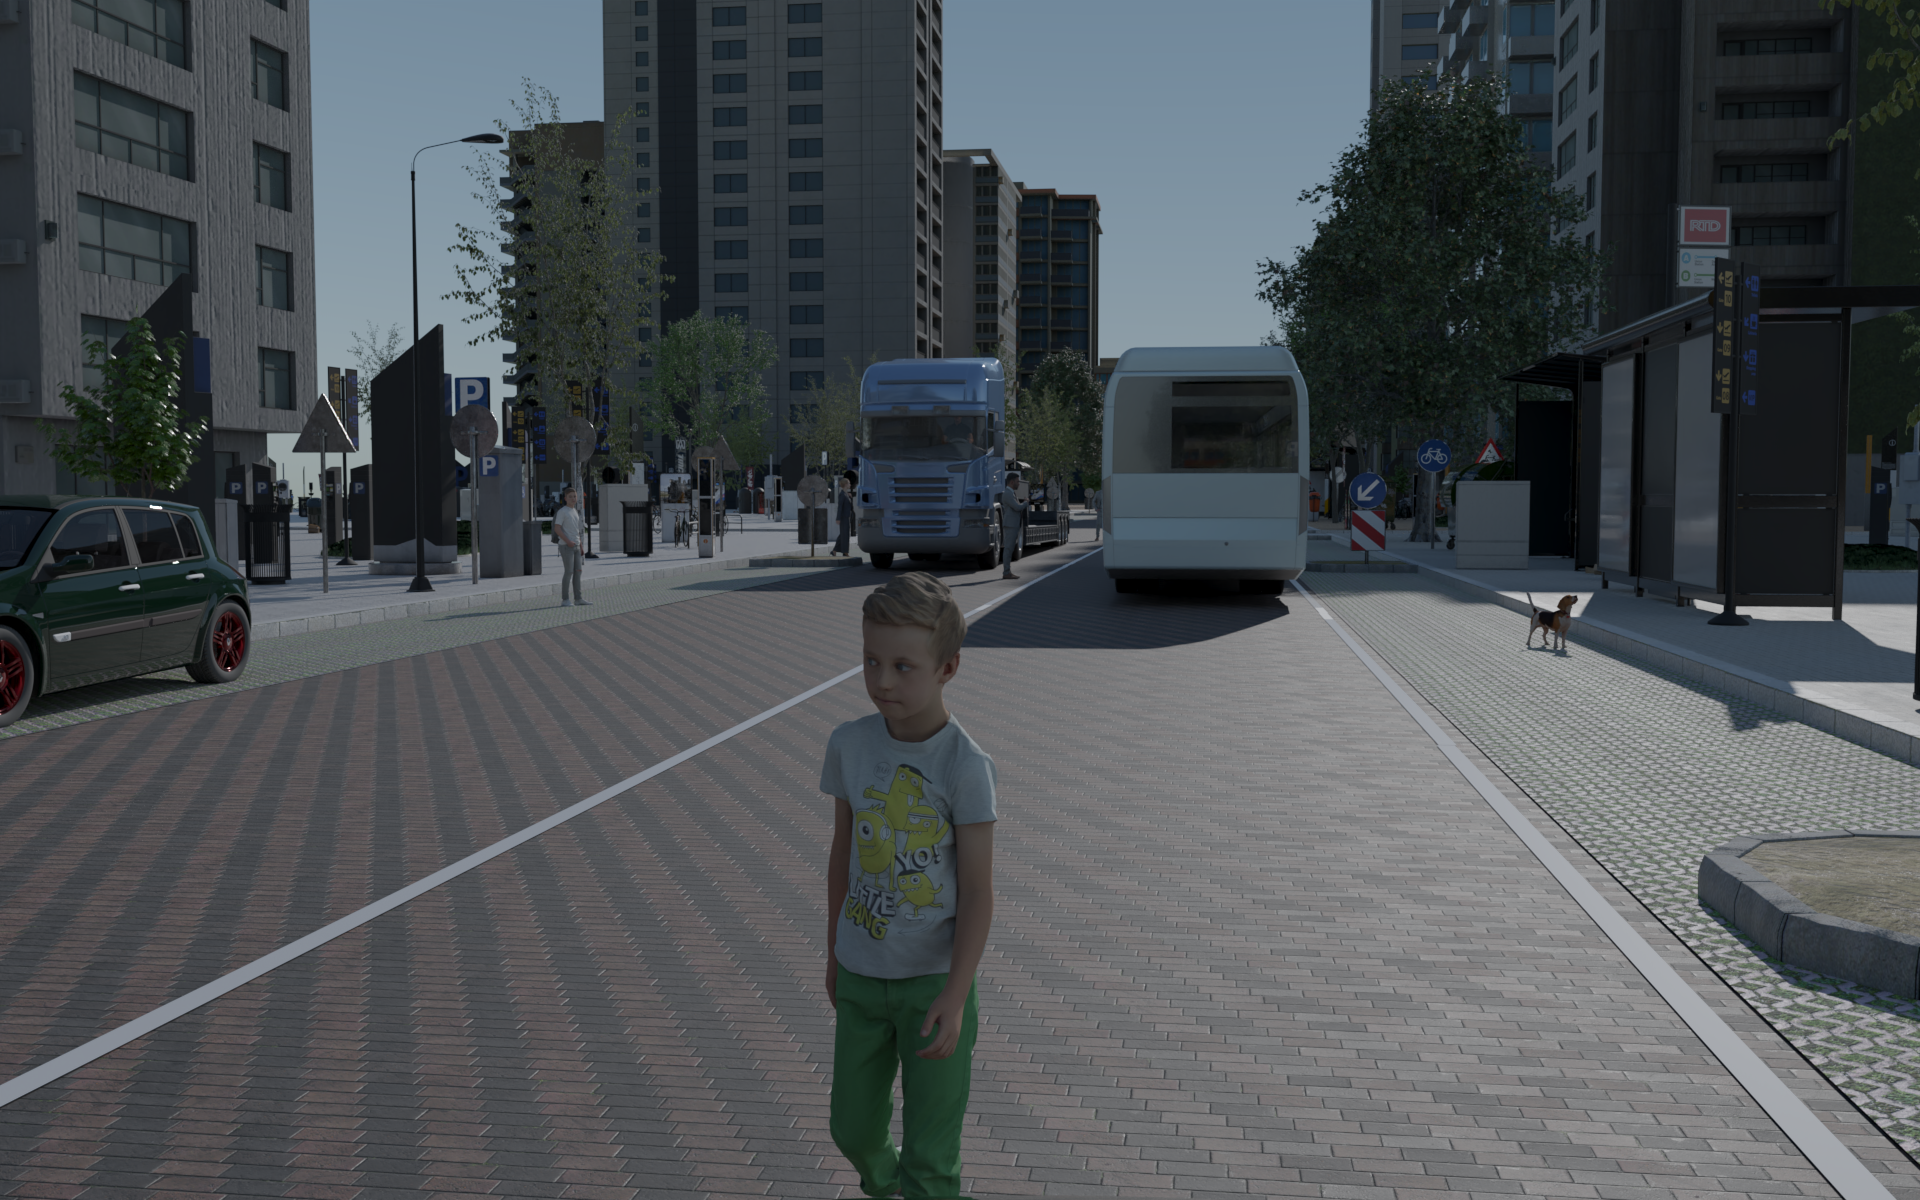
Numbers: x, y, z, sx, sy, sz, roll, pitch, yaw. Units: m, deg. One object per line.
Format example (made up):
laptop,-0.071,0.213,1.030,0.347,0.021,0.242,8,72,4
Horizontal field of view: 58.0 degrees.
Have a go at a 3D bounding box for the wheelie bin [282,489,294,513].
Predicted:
wheelie bin,-45.892,-6.742,118.146,0.980,1.594,0.693,0,4,-5

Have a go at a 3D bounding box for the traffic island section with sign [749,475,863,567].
traffic island section with sign,-3.015,-1.593,34.666,1.989,1.847,2.006,1,4,8

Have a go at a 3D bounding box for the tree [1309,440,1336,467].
tree,21.085,-9.547,106.455,4.737,8.622,4.395,0,3,0

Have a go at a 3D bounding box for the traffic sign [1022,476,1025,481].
traffic sign,3.780,-6.630,108.411,0.884,2.594,0.081,1,4,17

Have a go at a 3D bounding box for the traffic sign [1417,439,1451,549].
traffic sign,11.031,-2.461,40.346,0.768,2.556,0.104,1,4,16

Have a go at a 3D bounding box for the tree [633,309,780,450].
tree,-14.136,-10.426,96.217,9.928,11.665,9.643,0,3,0

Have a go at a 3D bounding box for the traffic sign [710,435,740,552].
traffic sign,-5.279,-2.342,38.290,0.884,2.594,0.081,1,4,16

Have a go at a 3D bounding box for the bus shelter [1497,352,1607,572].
bus shelter,11.159,-2.467,31.620,1.731,3.624,6.357,1,4,8

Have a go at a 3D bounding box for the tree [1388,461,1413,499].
tree,25.530,-6.437,99.848,1.663,3.219,1.824,0,3,0

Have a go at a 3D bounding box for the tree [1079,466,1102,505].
tree,12.601,-10.846,161.044,4.285,4.588,4.351,0,3,0

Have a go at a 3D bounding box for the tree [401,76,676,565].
tree,-6.893,-4.917,30.761,4.360,8.622,3.978,0,3,0

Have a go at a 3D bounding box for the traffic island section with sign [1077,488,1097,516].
traffic island section with sign,8.672,-6.533,115.436,1.989,1.847,2.006,1,4,8

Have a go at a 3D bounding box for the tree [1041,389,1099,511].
tree,6.886,-10.422,120.765,4.737,8.622,4.395,0,3,0

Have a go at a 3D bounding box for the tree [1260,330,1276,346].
tree,34.844,-21.190,202.344,12.611,20.169,13.585,0,3,0

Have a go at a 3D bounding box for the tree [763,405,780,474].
tree,-15.885,-11.143,132.557,4.737,8.622,4.395,0,3,0

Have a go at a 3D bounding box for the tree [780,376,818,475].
tree,-8.415,-9.403,104.096,4.360,8.622,3.978,0,3,0

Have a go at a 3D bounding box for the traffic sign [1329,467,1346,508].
traffic sign,17.605,-4.933,80.760,0.768,2.556,0.104,1,4,13

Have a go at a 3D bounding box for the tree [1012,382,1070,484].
tree,5.205,-10.046,114.613,4.360,8.622,3.978,0,3,0

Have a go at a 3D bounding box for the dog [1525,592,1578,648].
dog,5.520,0.190,16.174,0.540,0.507,0.406,2,4,30

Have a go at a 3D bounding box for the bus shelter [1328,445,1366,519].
bus shelter,18.805,-5.733,85.020,1.731,3.624,6.357,0,4,8

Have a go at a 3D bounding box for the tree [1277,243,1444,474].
tree,15.919,-8.704,68.073,9.928,11.665,9.643,0,3,0

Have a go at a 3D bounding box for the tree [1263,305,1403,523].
tree,16.615,-8.674,76.228,8.767,10.594,7.601,1,4,12

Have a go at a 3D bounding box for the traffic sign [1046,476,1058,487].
traffic sign,6.674,-7.680,125.577,0.884,2.594,0.081,1,4,18

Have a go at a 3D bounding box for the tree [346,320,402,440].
tree,-24.009,-7.529,73.463,4.360,8.622,3.978,0,3,0

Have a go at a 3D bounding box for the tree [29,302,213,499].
tree,-8.079,-1.389,17.309,1.663,3.219,1.824,0,3,0

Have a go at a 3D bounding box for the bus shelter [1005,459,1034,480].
bus shelter,3.181,-6.731,103.979,2.014,3.302,5.546,0,4,8

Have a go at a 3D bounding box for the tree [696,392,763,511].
tree,-17.440,-10.669,124.807,4.737,8.622,4.395,0,3,0

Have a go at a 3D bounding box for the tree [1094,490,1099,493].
tree,12.863,-10.657,168.841,1.663,3.219,1.824,0,3,0

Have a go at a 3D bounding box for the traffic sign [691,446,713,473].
traffic sign,-6.760,-2.802,45.915,0.768,2.556,0.104,1,4,8

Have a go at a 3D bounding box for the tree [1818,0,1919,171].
tree,7.377,-3.729,11.328,4.737,8.622,4.395,0,3,0

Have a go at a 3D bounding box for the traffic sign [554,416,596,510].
traffic sign,-6.304,-1.725,28.314,0.768,2.556,0.104,1,4,16

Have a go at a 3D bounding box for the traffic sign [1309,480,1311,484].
traffic sign,18.750,-5.788,94.645,0.884,2.594,0.081,1,4,10

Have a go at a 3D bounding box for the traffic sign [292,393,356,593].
traffic sign,-8.222,-1.369,22.382,0.884,2.594,0.081,1,4,9

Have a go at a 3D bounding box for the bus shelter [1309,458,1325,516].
bus shelter,20.566,-6.405,98.646,2.014,3.302,5.546,1,4,8

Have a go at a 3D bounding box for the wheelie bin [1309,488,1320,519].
wheelie bin,17.858,-4.868,87.500,0.693,1.594,0.980,1,4,14

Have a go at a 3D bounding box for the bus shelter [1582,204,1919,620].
bus shelter,9.279,-2.700,21.779,2.179,5.291,8.768,0,4,8

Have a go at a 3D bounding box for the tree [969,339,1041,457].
tree,1.392,-8.071,82.326,4.737,8.622,4.395,0,3,0

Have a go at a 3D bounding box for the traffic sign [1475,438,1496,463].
traffic sign,12.281,-2.456,40.154,0.884,2.594,0.081,1,4,14

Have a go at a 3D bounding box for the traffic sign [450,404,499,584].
traffic sign,-6.901,-1.496,24.574,0.768,2.556,0.104,1,4,15

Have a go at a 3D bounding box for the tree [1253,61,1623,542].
tree,12.507,-7.895,46.095,9.611,12.733,9.660,0,3,0

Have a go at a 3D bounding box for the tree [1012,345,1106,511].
tree,8.166,-13.254,133.713,9.611,12.733,9.660,0,3,0

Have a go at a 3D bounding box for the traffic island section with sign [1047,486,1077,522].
traffic island section with sign,4.802,-4.901,88.759,1.989,1.847,2.006,1,4,8

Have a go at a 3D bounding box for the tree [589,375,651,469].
tree,-20.725,-9.531,106.199,4.737,8.622,4.395,0,3,0

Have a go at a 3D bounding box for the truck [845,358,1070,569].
truck,0.555,-3.082,40.149,2.967,4.110,18.799,1,4,8

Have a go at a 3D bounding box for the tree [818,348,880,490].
tree,-4.868,-8.438,88.316,4.360,8.622,3.978,0,3,0
